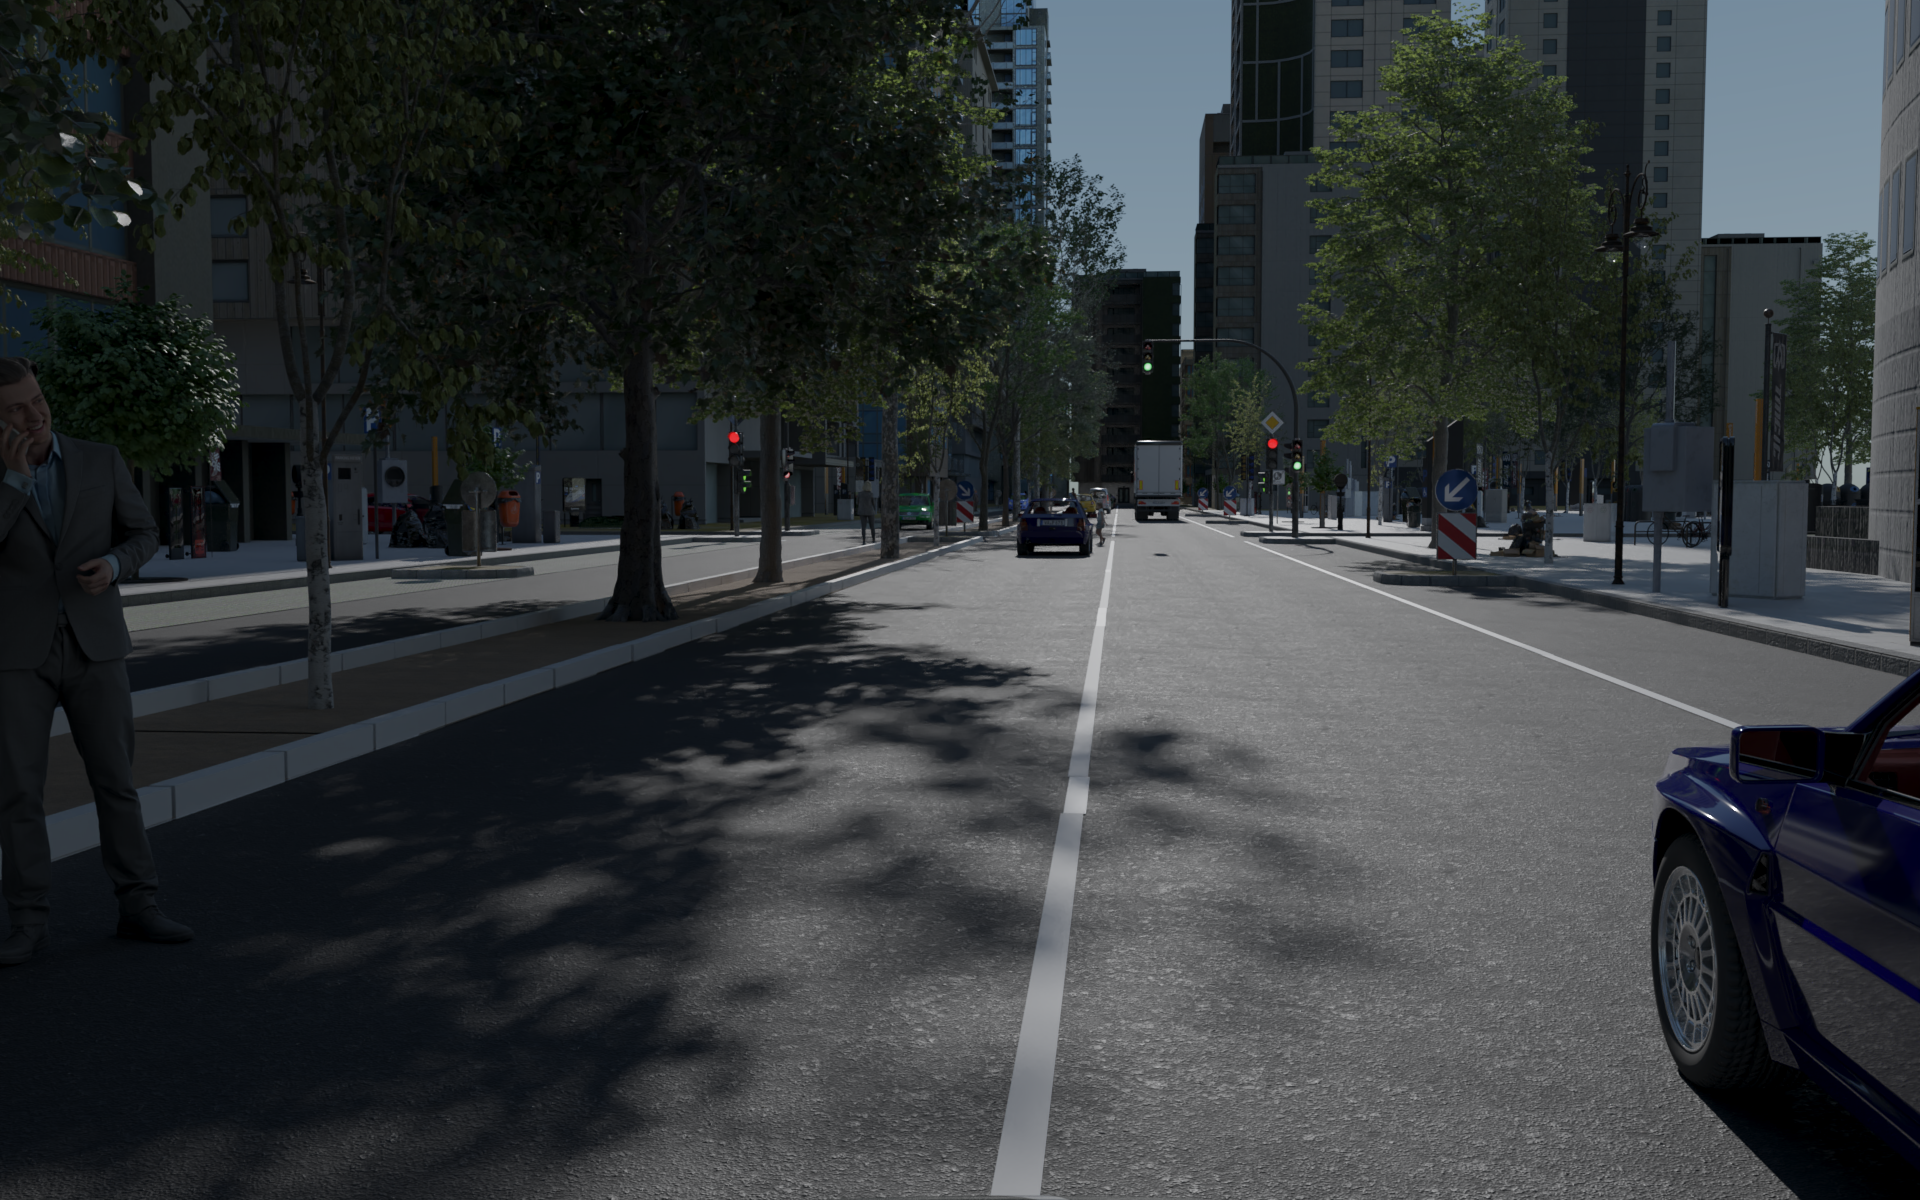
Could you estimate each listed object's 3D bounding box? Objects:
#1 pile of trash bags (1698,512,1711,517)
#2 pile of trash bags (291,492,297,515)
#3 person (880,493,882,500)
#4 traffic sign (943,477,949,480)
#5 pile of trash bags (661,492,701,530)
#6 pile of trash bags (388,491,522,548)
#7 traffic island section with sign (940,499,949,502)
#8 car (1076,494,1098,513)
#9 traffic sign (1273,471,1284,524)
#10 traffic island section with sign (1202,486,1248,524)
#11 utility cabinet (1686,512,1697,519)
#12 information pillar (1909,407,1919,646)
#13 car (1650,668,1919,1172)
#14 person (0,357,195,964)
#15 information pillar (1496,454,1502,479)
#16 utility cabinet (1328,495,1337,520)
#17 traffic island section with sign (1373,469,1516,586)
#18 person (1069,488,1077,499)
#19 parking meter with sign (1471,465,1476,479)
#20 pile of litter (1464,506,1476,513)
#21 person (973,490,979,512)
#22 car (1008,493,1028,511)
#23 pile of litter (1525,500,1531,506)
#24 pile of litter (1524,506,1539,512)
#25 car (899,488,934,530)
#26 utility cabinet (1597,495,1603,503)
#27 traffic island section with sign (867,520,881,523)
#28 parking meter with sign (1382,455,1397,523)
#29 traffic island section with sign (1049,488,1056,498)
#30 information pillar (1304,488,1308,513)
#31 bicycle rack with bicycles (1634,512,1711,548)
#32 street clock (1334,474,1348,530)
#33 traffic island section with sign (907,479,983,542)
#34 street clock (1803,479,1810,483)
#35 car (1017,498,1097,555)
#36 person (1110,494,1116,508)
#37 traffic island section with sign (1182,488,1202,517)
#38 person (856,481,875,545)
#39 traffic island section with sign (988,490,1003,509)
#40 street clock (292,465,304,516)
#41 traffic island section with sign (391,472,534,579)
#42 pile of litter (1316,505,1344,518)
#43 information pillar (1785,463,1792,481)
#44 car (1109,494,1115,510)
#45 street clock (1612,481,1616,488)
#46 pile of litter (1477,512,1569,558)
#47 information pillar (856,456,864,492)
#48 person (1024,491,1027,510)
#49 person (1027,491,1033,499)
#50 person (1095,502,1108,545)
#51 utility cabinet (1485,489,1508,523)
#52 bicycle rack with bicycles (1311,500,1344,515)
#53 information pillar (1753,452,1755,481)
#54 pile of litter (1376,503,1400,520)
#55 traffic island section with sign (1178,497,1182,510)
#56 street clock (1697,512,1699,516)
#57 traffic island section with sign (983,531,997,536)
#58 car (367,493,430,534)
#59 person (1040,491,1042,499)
[{"bbox_3d":[42.202,-5.472,99.226,3.447,1.369,1.912,1,4,8],"label":"pile of trash bags"},{"bbox_3d":[-25.451,-3.657,69.536,3.447,1.369,1.912,-2,4,-27],"label":"pile of trash bags"},{"bbox_3d":[-3.480,-4.414,80.939,0.520,1.790,0.573,1,4,14],"label":"person"},{"bbox_3d":[-1.044,-8.111,132.719,0.768,2.556,0.104,1,4,12],"label":"traffic sign"},{"bbox_3d":[-10.486,-3.310,63.869,1.912,1.369,3.447,0,4,-5],"label":"pile of trash bags"},{"bbox_3d":[-12.119,-1.994,42.356,1.912,1.369,3.447,2,4,33],"label":"pile of trash bags"},{"bbox_3d":[-0.979,-6.304,111.692,1.989,1.847,2.006,0,4,5],"label":"traffic island section with sign"},{"bbox_3d":[8.326,-6.522,116.858,2.015,1.641,3.980,0,4,5],"label":"car"},{"bbox_3d":[13.665,-4.430,74.556,0.606,2.300,0.079,1,4,15],"label":"traffic sign"},{"bbox_3d":[12.883,-4.589,83.662,1.989,1.847,2.006,0,4,5],"label":"traffic island section with sign"},{"bbox_3d":[38.203,-4.891,91.132,1.020,1.237,0.306,3,5,41],"label":"utility cabinet"},{"bbox_3d":[8.227,-0.616,14.558,0.304,2.012,0.304,-3,5,-39],"label":"information pillar"},{"bbox_3d":[2.490,0.589,2.946,1.945,1.354,3.894,0,4,6],"label":"car"},{"bbox_3d":[-2.761,0.179,5.373,0.655,1.846,0.447,-2,4,-35],"label":"person"},{"bbox_3d":[31.610,-6.745,101.629,0.504,3.616,0.183,-2,4,-30],"label":"information pillar"},{"bbox_3d":[18.730,-4.643,87.071,0.306,1.237,1.020,0,4,2],"label":"utility cabinet"},{"bbox_3d":[7.754,-1.182,27.961,1.989,1.847,2.006,0,4,5],"label":"traffic island section with sign"},{"bbox_3d":[6.727,-5.769,102.909,0.616,1.811,0.778,2,4,29],"label":"person"},{"bbox_3d":[30.391,-6.600,104.176,1.738,3.016,0.543,-2,4,-32],"label":"parking meter with sign"},{"bbox_3d":[19.403,-3.199,66.262,1.719,0.858,1.176,1,4,12],"label":"pile of litter"},{"bbox_3d":[1.316,-8.014,140.086,0.434,1.755,0.990,2,4,24],"label":"person"},{"bbox_3d":[4.887,-8.261,144.654,1.945,1.707,3.694,0,4,4],"label":"car"},{"bbox_3d":[43.093,-7.135,130.623,1.176,0.858,1.719,1,4,11],"label":"pile of litter"},{"bbox_3d":[15.999,-2.112,48.499,1.719,0.858,1.176,2,4,29],"label":"pile of litter"},{"bbox_3d":[-1.886,-3.798,70.892,1.959,1.807,4.718,0,4,3],"label":"car"},{"bbox_3d":[44.191,-6.663,120.109,1.020,1.237,0.306,-2,4,-35],"label":"utility cabinet"},{"bbox_3d":[-3.450,-4.662,84.850,1.989,1.847,2.006,0,4,5],"label":"traffic island section with sign"},{"bbox_3d":[19.483,-5.049,78.819,0.543,3.016,1.738,1,4,8],"label":"parking meter with sign"},{"bbox_3d":[7.098,-7.714,134.258,2.006,1.907,1.989,0,4,5],"label":"traffic island section with sign"},{"bbox_3d":[23.662,-6.987,118.724,0.304,2.012,0.304,-2,4,-35],"label":"information pillar"},{"bbox_3d":[18.165,-1.787,42.604,2.925,0.926,2.852,-1,4,-19],"label":"bicycle rack with bicycles"},{"bbox_3d":[13.541,-3.490,61.624,0.471,2.002,0.358,0,4,6],"label":"street clock"},{"bbox_3d":[-0.469,-2.686,52.058,2.006,1.907,1.989,0,4,5],"label":"traffic island section with sign"},{"bbox_3d":[41.179,-4.875,84.284,0.358,2.002,0.471,3,5,42],"label":"street clock"},{"bbox_3d":[2.332,-1.797,41.953,1.945,1.354,3.894,0,4,6],"label":"car"},{"bbox_3d":[15.722,-10.180,178.169,0.697,1.427,0.421,2,4,26],"label":"person"},{"bbox_3d":[15.361,-6.231,110.503,1.989,1.847,2.006,0,4,5],"label":"traffic island section with sign"},{"bbox_3d":[-2.630,-2.438,48.542,0.537,1.800,0.526,1,4,13],"label":"person"},{"bbox_3d":[3.627,-9.359,161.655,1.989,1.847,2.006,0,4,5],"label":"traffic island section with sign"},{"bbox_3d":[-16.282,-2.332,42.703,0.358,2.002,0.471,-3,4,-37],"label":"street clock"},{"bbox_3d":[-8.507,-1.307,29.995,1.989,1.847,2.006,0,4,5],"label":"traffic island section with sign"},{"bbox_3d":[20.008,-4.871,93.607,1.719,0.858,1.176,-1,4,-11],"label":"pile of litter"},{"bbox_3d":[61.884,-8.443,129.393,0.504,3.616,0.183,-1,4,-11],"label":"information pillar"},{"bbox_3d":[13.321,-9.106,160.675,2.131,1.459,4.920,0,4,6],"label":"car"},{"bbox_3d":[35.623,-5.463,93.888,0.358,2.002,0.471,-3,5,-39],"label":"street clock"},{"bbox_3d":[11.636,-1.317,35.500,1.176,0.858,1.719,-1,4,-20],"label":"pile of litter"},{"bbox_3d":[-6.099,-6.955,105.062,0.504,3.616,0.183,0,4,-1],"label":"information pillar"},{"bbox_3d":[5.822,-9.026,156.752,0.721,1.739,1.217,0,4,-2],"label":"person"},{"bbox_3d":[8.049,-11.645,198.880,0.705,1.826,1.348,2,4,31],"label":"person"},{"bbox_3d":[4.024,-2.167,48.939,0.382,1.210,0.505,0,4,-7],"label":"person"},{"bbox_3d":[23.743,-4.161,76.710,0.318,1.500,1.173,-1,4,-18],"label":"utility cabinet"},{"bbox_3d":[23.204,-5.663,105.966,2.852,0.926,2.925,-1,4,-22],"label":"bicycle rack with bicycles"},{"bbox_3d":[44.543,-6.445,96.727,0.504,3.616,0.183,3,5,43],"label":"information pillar"},{"bbox_3d":[21.263,-4.412,86.097,1.176,0.858,1.719,1,4,16],"label":"pile of litter"},{"bbox_3d":[19.929,-9.267,160.150,1.989,1.847,2.006,0,4,5],"label":"traffic island section with sign"},{"bbox_3d":[40.354,-5.523,94.864,0.471,2.002,0.358,0,4,8],"label":"street clock"},{"bbox_3d":[0.220,-3.137,59.434,2.006,1.907,1.989,0,4,5],"label":"traffic island section with sign"},{"bbox_3d":[-18.183,-2.921,56.799,4.494,1.783,2.155,0,4,6],"label":"car"},{"bbox_3d":[8.027,-10.085,174.208,0.721,1.723,1.217,3,5,42],"label":"person"}]
